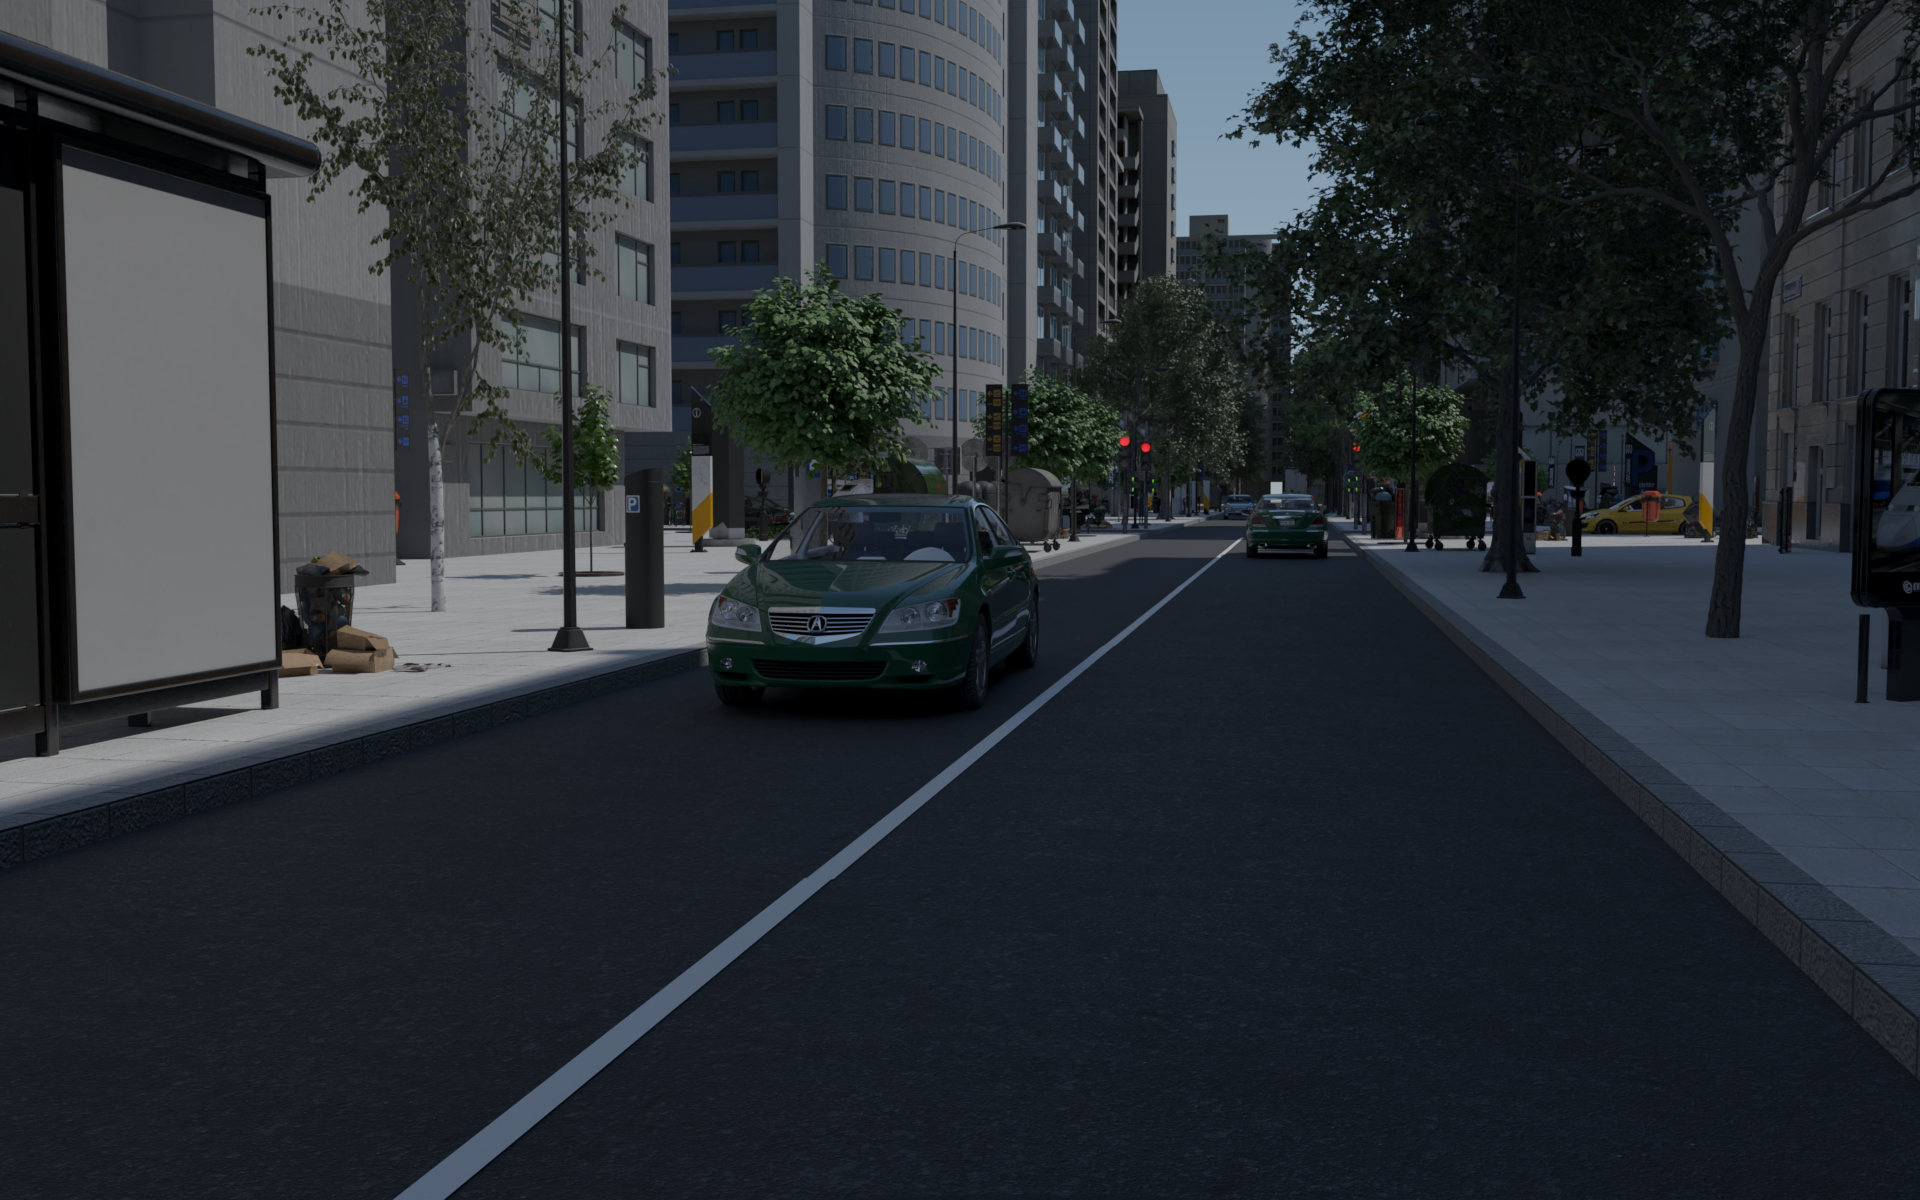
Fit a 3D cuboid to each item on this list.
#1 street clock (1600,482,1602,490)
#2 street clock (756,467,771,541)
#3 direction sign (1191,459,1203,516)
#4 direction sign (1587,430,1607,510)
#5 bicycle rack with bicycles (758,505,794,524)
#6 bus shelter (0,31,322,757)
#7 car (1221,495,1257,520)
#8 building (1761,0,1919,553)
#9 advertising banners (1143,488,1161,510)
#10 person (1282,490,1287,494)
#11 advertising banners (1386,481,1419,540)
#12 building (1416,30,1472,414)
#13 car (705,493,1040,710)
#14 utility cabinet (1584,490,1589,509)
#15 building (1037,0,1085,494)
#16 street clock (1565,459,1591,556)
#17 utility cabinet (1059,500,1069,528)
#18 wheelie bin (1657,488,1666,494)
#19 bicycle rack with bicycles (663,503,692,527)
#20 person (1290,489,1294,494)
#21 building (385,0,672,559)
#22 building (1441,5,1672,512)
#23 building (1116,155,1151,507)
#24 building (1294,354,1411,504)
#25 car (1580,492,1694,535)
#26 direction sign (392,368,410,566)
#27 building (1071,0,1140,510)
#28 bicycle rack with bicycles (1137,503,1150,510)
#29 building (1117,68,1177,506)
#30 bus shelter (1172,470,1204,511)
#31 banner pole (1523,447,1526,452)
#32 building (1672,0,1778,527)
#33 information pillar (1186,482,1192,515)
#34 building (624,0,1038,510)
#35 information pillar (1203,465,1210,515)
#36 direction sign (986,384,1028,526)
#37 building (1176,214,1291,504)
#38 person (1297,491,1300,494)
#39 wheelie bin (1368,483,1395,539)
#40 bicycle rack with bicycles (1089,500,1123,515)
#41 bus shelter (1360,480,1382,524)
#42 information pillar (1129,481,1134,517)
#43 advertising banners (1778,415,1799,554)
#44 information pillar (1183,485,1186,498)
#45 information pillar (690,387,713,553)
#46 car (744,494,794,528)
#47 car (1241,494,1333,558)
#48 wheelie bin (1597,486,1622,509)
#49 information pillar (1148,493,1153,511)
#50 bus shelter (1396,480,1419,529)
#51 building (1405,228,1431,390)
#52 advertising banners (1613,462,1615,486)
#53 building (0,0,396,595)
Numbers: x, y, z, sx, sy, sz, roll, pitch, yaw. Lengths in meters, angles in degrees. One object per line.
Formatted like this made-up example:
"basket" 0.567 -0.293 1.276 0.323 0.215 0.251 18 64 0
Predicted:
"street clock" 39.017 -6.153 105.164 0.358 2.002 0.471 0 4 6
"street clock" -5.350 -2.602 47.116 0.358 2.002 0.471 -2 4 -33
"direction sign" 14.125 -6.808 103.305 0.379 3.537 0.876 -3 4 -39
"direction sign" 22.408 -4.220 60.997 0.876 3.537 0.379 -1 4 -23
"bicycle rack with bicycles" -4.866 -2.679 57.189 2.925 0.926 2.852 3 5 42
"bus shelter" -5.659 -1.745 6.167 2.179 5.291 8.768 1 4 11
"car" 15.846 -5.276 98.266 2.014 1.417 4.499 1 4 9
"building" 23.685 -14.261 30.429 12.463 27.353 25.104 1 4 11
"advertising banners" 15.344 -8.626 137.229 2.074 3.025 0.090 -1 4 -23
"person" 29.839 -9.215 159.036 0.709 1.838 0.599 3 4 39
"advertising banners" 12.281 -3.189 48.329 0.090 3.025 2.074 3 5 42
"building" 52.391 -30.518 153.595 22.147 44.769 28.867 1 4 11
"car" -0.494 -0.082 13.146 2.131 1.459 4.920 1 4 10
"utility cabinet" 36.674 -5.689 101.692 0.318 1.500 1.173 1 4 11
"building" -3.122 -30.876 124.437 23.786 49.044 30.456 1 4 11
"street clock" 12.707 -1.900 35.643 0.471 2.002 0.358 2 4 28
"utility cabinet" 3.734 -3.321 65.457 1.020 1.237 0.306 1 4 13
"wheelie bin" 35.803 -4.945 88.763 0.980 1.594 0.693 2 4 35
"bicycle rack with bicycles" -11.885 -3.402 69.002 2.852 0.926 2.925 0 4 1
"person" 19.936 -5.790 103.925 0.760 1.731 0.466 -2 4 -29
"building" -14.924 -21.832 40.549 14.086 41.232 14.154 1 4 11
"building" 47.828 -32.317 117.625 28.713 52.752 27.495 1 4 11
"building" 2.870 -29.478 173.841 32.217 40.220 23.993 1 4 11
"building" 60.382 -23.997 237.384 28.899 21.520 27.650 1 4 11
"car" 22.506 -2.878 57.282 3.980 1.641 2.015 1 4 11
"direction sign" -10.190 -2.393 31.118 0.379 3.537 0.876 2 4 24
"building" 5.134 -43.519 149.782 20.563 71.187 20.611 1 4 11
"bicycle rack with bicycles" 12.556 -6.876 125.800 2.925 0.926 2.852 -2 4 -26
"building" 13.248 -35.064 196.989 21.600 48.544 21.300 1 4 11
"bus shelter" 14.725 -7.256 112.552 2.014 3.302 5.546 1 4 11
"banner pole" 30.069 -6.263 92.424 0.401 3.779 0.863 2 4 25
"building" 42.900 -27.525 73.730 21.600 48.544 21.300 1 4 11
"information pillar" 13.809 -6.120 104.555 0.304 2.012 0.304 1 4 23
"building" -8.523 -33.348 87.234 21.231 58.520 28.212 1 4 11
"information pillar" 15.082 -7.005 105.889 0.504 3.616 0.183 -3 5 -42
"direction sign" 0.964 -2.673 35.696 0.876 3.537 0.379 1 4 9
"building" 34.819 -33.762 243.895 23.993 40.220 32.217 1 4 11
"person" 28.782 -8.411 146.743 0.721 1.736 1.217 3 5 44
"wheelie bin" 12.197 -2.573 49.971 0.693 1.594 0.980 -1 4 -14
"bicycle rack with bicycles" 7.699 -5.556 104.217 2.852 0.926 2.925 -2 4 -24
"bus shelter" 19.174 -6.186 78.773 2.179 5.291 8.768 1 4 11
"information pillar" 9.585 -5.655 96.951 0.304 2.012 0.304 -1 4 -19
"advertising banners" 18.114 -2.546 37.818 0.090 3.025 2.074 2 4 34
"information pillar" 14.183 -7.170 108.580 0.504 3.616 0.183 3 4 37
"information pillar" -5.665 -2.850 37.948 0.504 3.616 0.183 1 4 23
"car" -7.484 -3.249 62.908 4.222 1.686 2.009 1 4 10
"car" 7.596 -1.742 40.282 2.131 1.459 4.920 1 4 10
"wheelie bin" 25.607 -3.689 68.223 0.980 1.594 0.693 0 4 -8
"information pillar" 14.027 -8.353 127.931 0.504 3.616 0.183 1 4 13
"bus shelter" 16.968 -4.484 64.595 1.731 3.624 6.357 1 4 11
"building" 58.599 -34.423 182.420 23.786 49.044 30.456 1 4 11
"advertising banners" 36.374 -6.102 95.958 0.090 3.025 2.074 2 4 31
"building" -21.075 -28.710 11.414 21.231 58.520 28.212 1 4 11
